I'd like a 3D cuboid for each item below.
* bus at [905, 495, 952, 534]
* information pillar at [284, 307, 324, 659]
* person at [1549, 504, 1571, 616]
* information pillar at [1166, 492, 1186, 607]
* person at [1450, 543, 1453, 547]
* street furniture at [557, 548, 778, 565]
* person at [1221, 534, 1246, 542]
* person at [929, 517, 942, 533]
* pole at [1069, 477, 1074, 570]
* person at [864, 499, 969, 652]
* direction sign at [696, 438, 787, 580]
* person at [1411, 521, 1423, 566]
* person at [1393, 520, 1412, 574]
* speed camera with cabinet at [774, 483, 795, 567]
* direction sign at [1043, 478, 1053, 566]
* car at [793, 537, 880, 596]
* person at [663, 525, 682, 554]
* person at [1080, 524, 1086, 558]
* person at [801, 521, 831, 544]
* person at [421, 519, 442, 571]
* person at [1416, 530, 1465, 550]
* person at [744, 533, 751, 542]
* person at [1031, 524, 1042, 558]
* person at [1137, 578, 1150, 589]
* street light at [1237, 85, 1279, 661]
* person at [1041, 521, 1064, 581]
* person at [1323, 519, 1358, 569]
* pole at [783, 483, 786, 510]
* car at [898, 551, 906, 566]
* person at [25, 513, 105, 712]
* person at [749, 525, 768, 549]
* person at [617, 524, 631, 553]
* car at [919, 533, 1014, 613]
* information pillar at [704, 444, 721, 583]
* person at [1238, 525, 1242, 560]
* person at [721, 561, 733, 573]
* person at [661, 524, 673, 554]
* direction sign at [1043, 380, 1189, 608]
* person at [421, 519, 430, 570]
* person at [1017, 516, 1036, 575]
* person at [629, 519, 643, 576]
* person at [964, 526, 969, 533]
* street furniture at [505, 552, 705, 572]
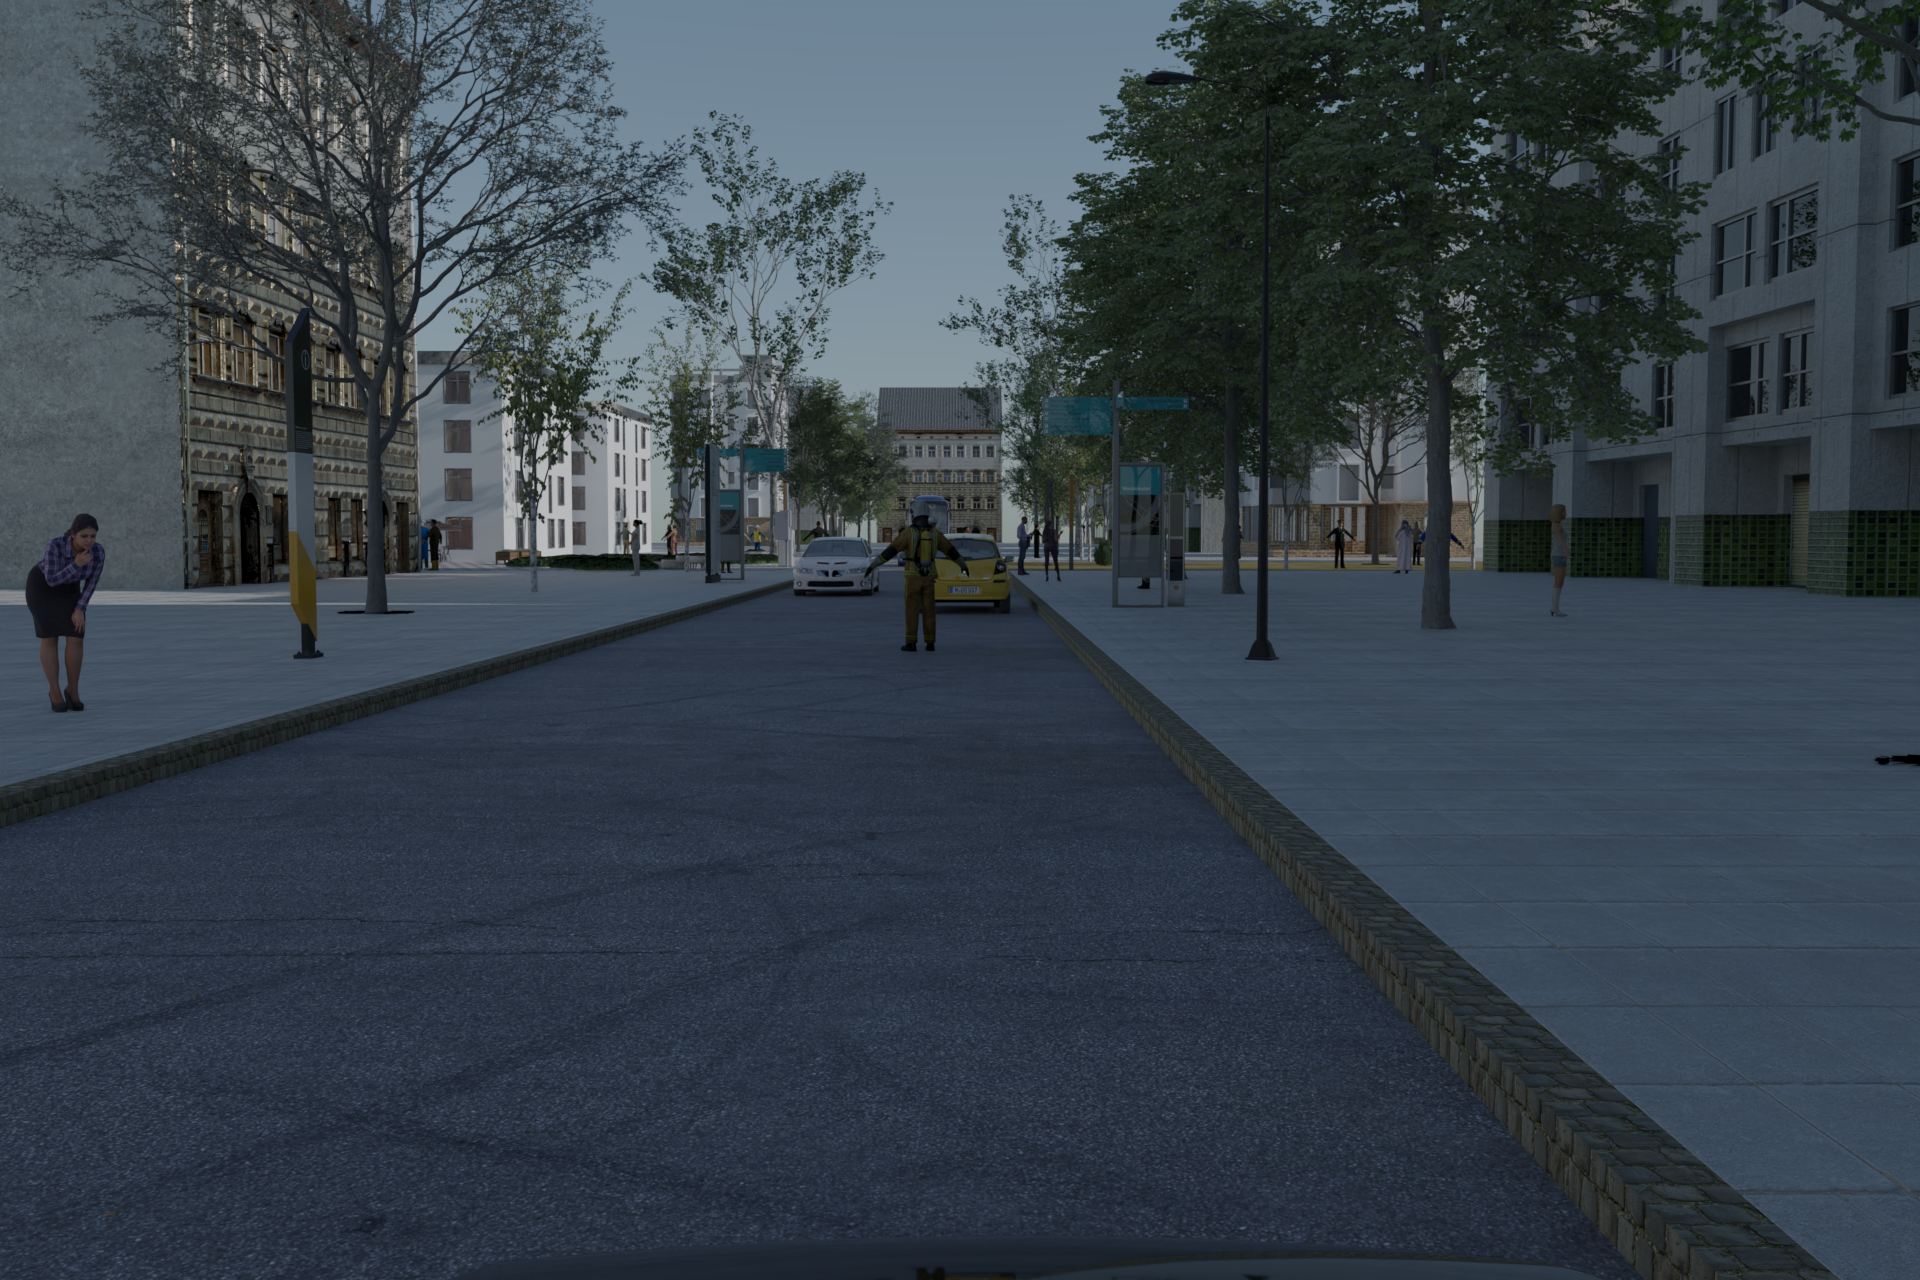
[{"bbox_3d":[-1.940,-7.438,113.165,2.896,3.916,12.251,0,3,0],"label":"bus"},{"bbox_3d":[-6.756,-1.616,17.769,0.183,3.616,0.504,0,4,1],"label":"information pillar"},{"bbox_3d":[9.445,-1.251,27.073,0.721,1.753,1.214,1,4,16],"label":"person"},{"bbox_3d":[3.809,-1.598,30.622,0.304,2.012,0.304,0,3,0],"label":"information pillar"},{"bbox_3d":[18.700,-3.510,66.647,0.991,1.433,0.599,-3,5,-45],"label":"person"},{"bbox_3d":[-12.423,-3.553,73.710,10.072,0.657,5.734,-1,4,-10],"label":"street furniture"},{"bbox_3d":[12.837,-4.620,81.513,1.349,1.833,0.705,3,5,40],"label":"person"},{"bbox_3d":[-0.660,-2.024,41.411,1.347,1.847,0.705,-2,4,-31],"label":"person"},{"bbox_3d":[3.986,-4.166,61.958,0.158,3.312,0.155,0,3,0],"label":"pole"},{"bbox_3d":[-0.497,-0.794,21.202,1.354,1.858,0.705,-1,4,-20],"label":"person"},{"bbox_3d":[-6.068,-3.671,48.782,2.525,3.948,1.411,0,4,0],"label":"direction sign"},{"bbox_3d":[18.631,-3.938,70.509,0.705,1.813,1.348,-3,4,-36],"label":"person"},{"bbox_3d":[14.416,-3.027,56.197,0.551,1.740,0.621,-2,4,-35],"label":"person"},{"bbox_3d":[-6.884,-4.502,67.944,0.660,3.252,2.038,0,4,1],"label":"speed camera with cabinet"},{"bbox_3d":[3.568,-4.781,70.166,0.379,3.537,0.876,0,4,0],"label":"direction sign"},{"bbox_3d":[-2.938,-1.800,41.784,2.083,1.381,4.827,0,4,0],"label":"car"},{"bbox_3d":[-13.603,-4.605,82.093,0.721,1.733,1.217,2,4,32],"label":"person"},{"bbox_3d":[6.662,-5.414,94.664,0.704,1.843,1.345,0,4,5],"label":"person"},{"bbox_3d":[-5.609,-3.812,68.544,1.346,1.802,0.704,-1,4,-21],"label":"person"},{"bbox_3d":[-18.531,-3.351,60.932,0.704,1.812,1.346,1,4,13],"label":"person"},{"bbox_3d":[11.700,-2.223,42.326,1.345,1.831,0.704,-1,4,-18],"label":"person"},{"bbox_3d":[-10.352,-4.520,80.095,1.347,1.806,0.705,0,4,-8],"label":"person"},{"bbox_3d":[4.093,-5.227,91.652,0.705,1.806,1.347,-2,4,-33],"label":"person"},{"bbox_3d":[4.291,-2.113,40.419,0.704,1.845,1.351,0,4,1],"label":"person"},{"bbox_3d":[3.631,-2.752,17.542,1.470,5.913,1.316,0,3,0],"label":"street light"},{"bbox_3d":[2.505,-2.415,47.004,0.593,1.643,0.415,-2,4,-23],"label":"person"},{"bbox_3d":[14.145,-3.580,64.460,1.347,1.837,0.705,0,4,-5],"label":"person"},{"bbox_3d":[-7.036,-4.644,69.768,0.158,3.312,0.155,0,3,0],"label":"pole"},{"bbox_3d":[-1.873,-4.049,78.210,2.014,1.417,4.499,0,4,1],"label":"car"},{"bbox_3d":[-6.392,-0.194,12.443,0.697,1.427,0.421,3,4,36],"label":"person"},{"bbox_3d":[-10.906,-5.328,93.578,1.216,1.772,0.721,2,4,27],"label":"person"},{"bbox_3d":[-17.688,-5.238,91.909,1.348,1.796,0.705,1,4,23],"label":"person"},{"bbox_3d":[0.047,-1.376,32.724,2.015,1.641,3.980,0,4,-1],"label":"car"},{"bbox_3d":[-6.545,-3.333,45.808,0.184,3.620,1.656,0,4,0],"label":"information pillar"},{"bbox_3d":[13.805,-4.872,86.384,0.721,1.740,1.216,2,4,29],"label":"person"},{"bbox_3d":[-7.623,-3.056,56.735,1.217,1.736,0.721,-3,5,-42],"label":"person"},{"bbox_3d":[-16.855,-5.785,100.371,0.705,1.856,1.354,-3,5,-44],"label":"person"},{"bbox_3d":[2.709,-2.497,29.592,2.525,3.948,1.411,0,3,0],"label":"direction sign"},{"bbox_3d":[-19.388,-3.445,62.452,1.347,1.817,0.704,1,4,13],"label":"person"},{"bbox_3d":[2.076,-2.935,53.903,0.599,1.838,0.709,1,4,10],"label":"person"},{"bbox_3d":[-10.011,-2.833,53.088,0.721,1.739,1.217,0,4,-3],"label":"person"},{"bbox_3d":[0.327,-3.656,68.954,1.216,1.740,0.721,-3,5,-40],"label":"person"},{"bbox_3d":[-12.925,-2.956,63.950,5.734,0.657,10.072,-2,4,-28],"label":"street furniture"}]
